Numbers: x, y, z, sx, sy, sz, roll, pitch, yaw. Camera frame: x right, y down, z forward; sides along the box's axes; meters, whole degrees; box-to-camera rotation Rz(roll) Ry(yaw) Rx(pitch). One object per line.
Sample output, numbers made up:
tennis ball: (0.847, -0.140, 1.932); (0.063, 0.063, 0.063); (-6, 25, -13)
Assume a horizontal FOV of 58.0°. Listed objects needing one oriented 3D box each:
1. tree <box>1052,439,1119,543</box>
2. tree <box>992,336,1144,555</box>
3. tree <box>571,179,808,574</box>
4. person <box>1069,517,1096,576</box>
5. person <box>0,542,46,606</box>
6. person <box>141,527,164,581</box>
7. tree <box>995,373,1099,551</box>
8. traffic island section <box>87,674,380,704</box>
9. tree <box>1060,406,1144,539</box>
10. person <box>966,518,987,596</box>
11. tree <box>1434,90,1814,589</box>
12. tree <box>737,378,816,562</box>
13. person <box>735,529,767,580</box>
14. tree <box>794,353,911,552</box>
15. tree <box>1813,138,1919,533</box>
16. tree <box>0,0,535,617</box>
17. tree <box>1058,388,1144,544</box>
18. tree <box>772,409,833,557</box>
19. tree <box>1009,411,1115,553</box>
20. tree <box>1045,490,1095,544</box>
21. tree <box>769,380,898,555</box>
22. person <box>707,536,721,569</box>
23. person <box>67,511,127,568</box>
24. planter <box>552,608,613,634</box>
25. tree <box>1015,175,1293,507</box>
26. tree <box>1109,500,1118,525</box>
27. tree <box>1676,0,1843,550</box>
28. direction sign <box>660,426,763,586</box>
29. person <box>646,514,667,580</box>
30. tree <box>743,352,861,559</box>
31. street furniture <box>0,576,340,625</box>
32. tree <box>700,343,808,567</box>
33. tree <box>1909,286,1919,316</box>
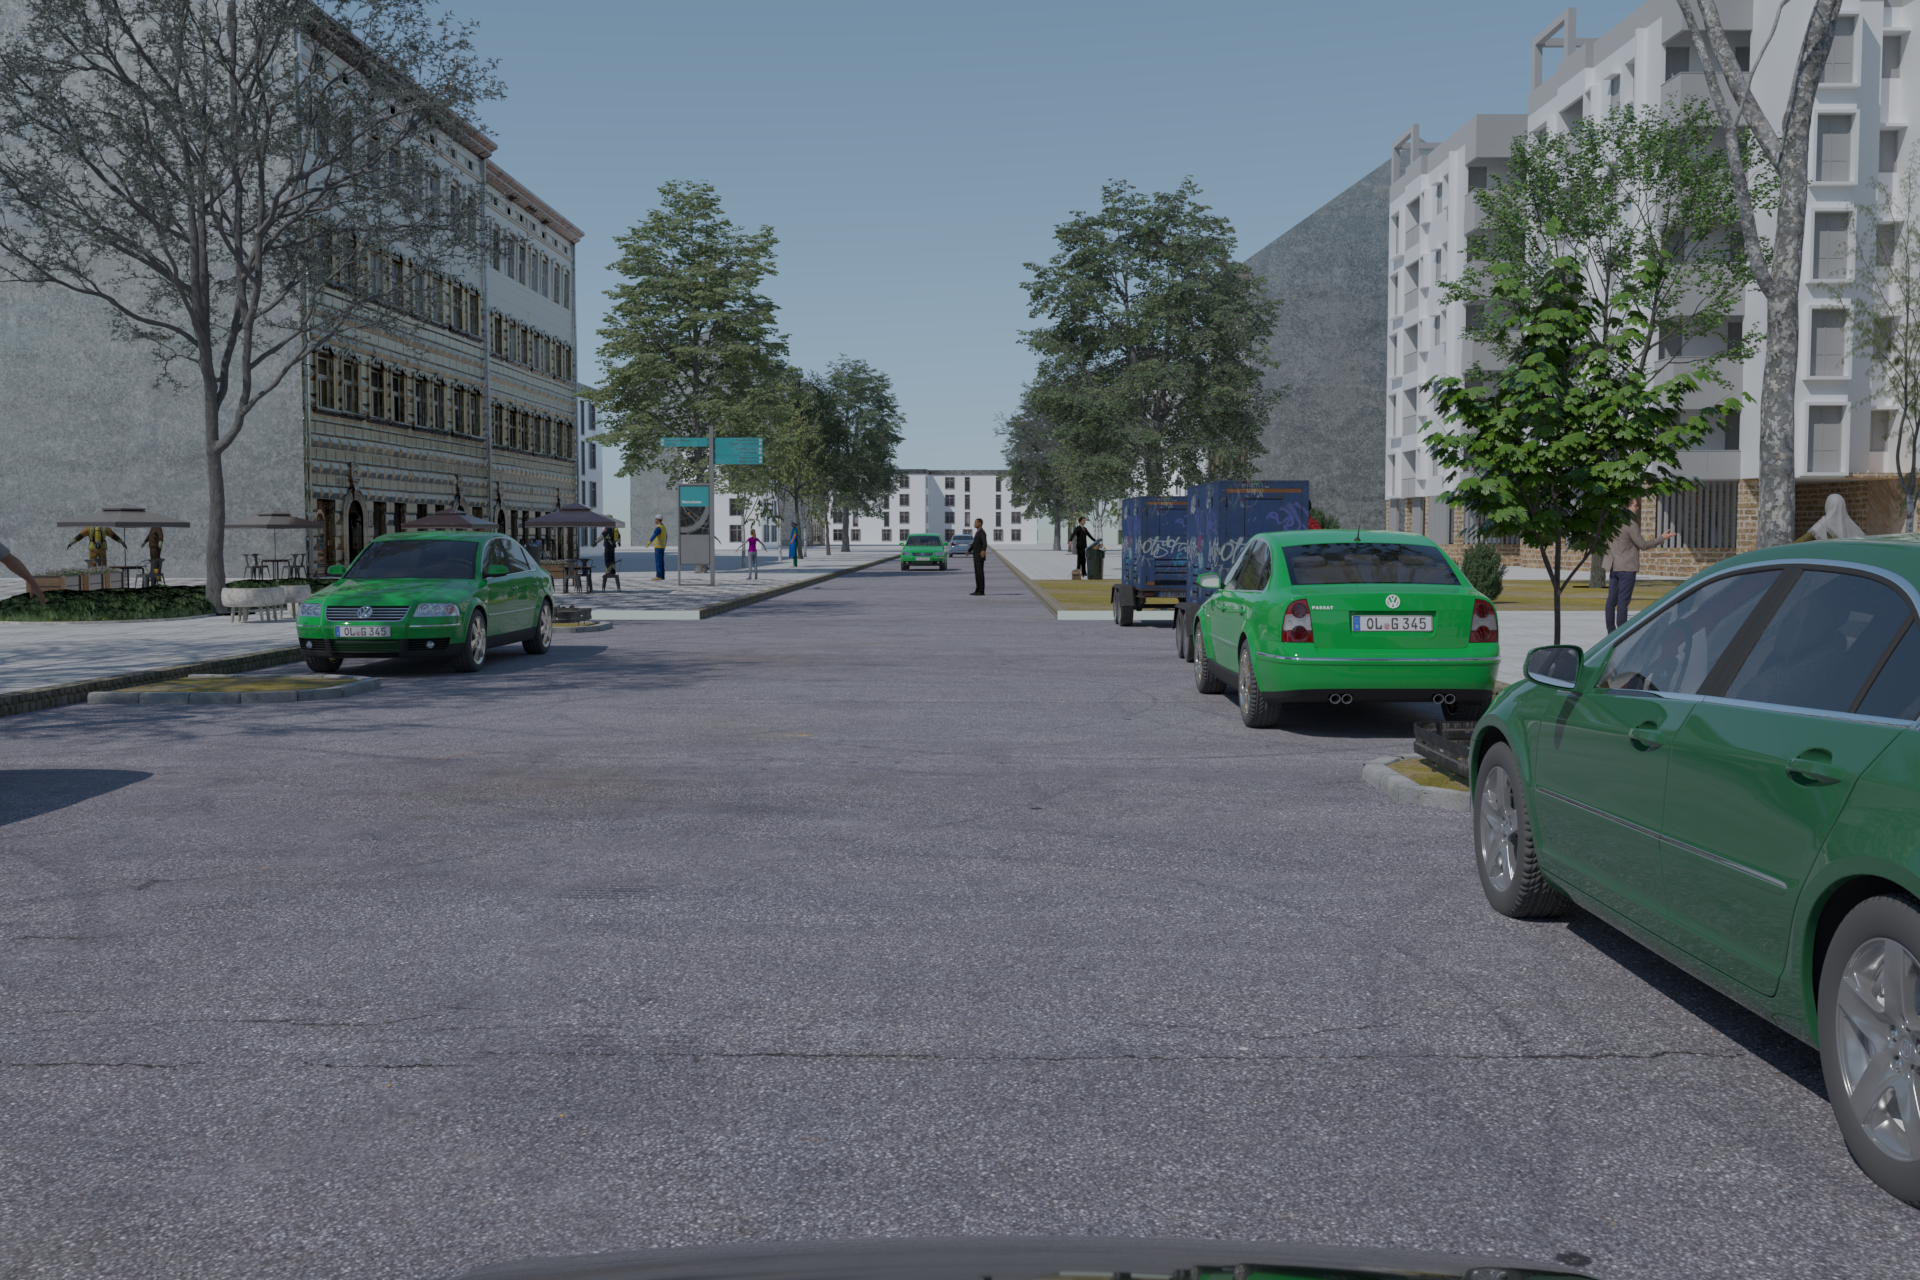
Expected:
tree: (7.300, -8.874, 95.454); (4.737, 8.622, 4.395); (0, 3, 0)
tree: (7.017, -12.044, 107.291); (12.009, 13.543, 11.850); (0, 3, 0)
tree: (-8.776, -8.459, 56.429); (7.486, 12.596, 7.792); (0, 3, 0)
person: (3.727, -2.842, 52.651); (1.347, 1.806, 0.705); (-3, 5, -45)
person: (-7.221, -0.250, 12.400); (0.705, 1.847, 1.347); (3, 5, 40)
person: (-21.741, -2.482, 46.723); (0.704, 1.812, 1.346); (-3, 5, -45)
tree: (7.321, -13.765, 131.711); (9.857, 13.997, 8.962); (0, 3, 0)
traffic island section: (-6.388, 0.443, 15.627); (1.991, 0.108, 1.994); (0, 4, 1)
tree: (6.761, -8.387, 87.492); (4.360, 8.622, 3.978); (0, 3, 0)
person: (0.420, -1.939, 40.384); (0.704, 1.802, 1.346); (-1, 4, -16)
tree: (15.321, -7.036, 40.787); (9.928, 11.665, 9.643); (0, 3, 0)
tree: (-8.546, -7.984, 80.896); (4.737, 8.622, 4.395); (0, 3, 0)
person: (-5.881, -2.424, 48.901); (0.991, 1.433, 0.599); (-2, 4, -34)
tree: (-8.144, -13.271, 123.638); (9.857, 13.997, 8.962); (0, 3, 0)
tree: (18.038, -5.067, 33.215); (4.360, 8.622, 3.978); (0, 3, 0)
tree: (-11.581, -7.129, 26.924); (12.009, 13.543, 11.850); (0, 3, 0)
tree: (6.625, -7.982, 80.862); (4.737, 8.622, 4.395); (0, 3, 0)
tree: (-8.717, -8.952, 96.734); (4.737, 8.622, 4.395); (0, 3, 0)
tree: (7.583, -11.331, 119.670); (8.767, 10.594, 7.601); (0, 4, 2)
tree: (14.695, -18.885, 226.893); (7.486, 12.596, 7.792); (0, 3, 0)
tree: (-7.962, -10.390, 104.293); (8.767, 10.594, 7.601); (-1, 4, -12)
person: (-9.372, -3.483, 63.083); (1.345, 1.843, 0.704); (-1, 4, -21)
person: (-21.367, -2.272, 42.908); (1.354, 1.858, 0.705); (-2, 4, -30)
planter: (-6.284, -0.290, 25.880); (1.991, 0.319, 1.994); (0, 4, 1)
tree: (6.744, -9.423, 60.724); (9.857, 13.997, 8.962); (0, 3, 0)
tree: (22.966, -18.754, 224.747); (7.486, 12.596, 7.792); (0, 3, 0)
tree: (9.416, -10.091, 20.871); (12.611, 20.169, 13.585); (0, 3, 0)
direction sign: (-6.121, -3.340, 43.370); (2.525, 3.948, 1.411); (0, 4, 1)
person: (-8.405, -2.587, 48.273); (0.705, 1.833, 1.349); (1, 4, 12)
tree: (-8.462, -9.398, 88.067); (7.601, 10.594, 8.767); (0, 4, 6)
street furniture: (-11.625, -0.837, 29.313); (5.734, 0.657, 10.072); (1, 4, 10)
tree: (-8.170, -7.090, 66.283); (4.737, 8.622, 4.395); (0, 3, 0)
tree: (28.693, -8.065, 42.225); (12.009, 13.543, 11.850); (0, 3, 0)
